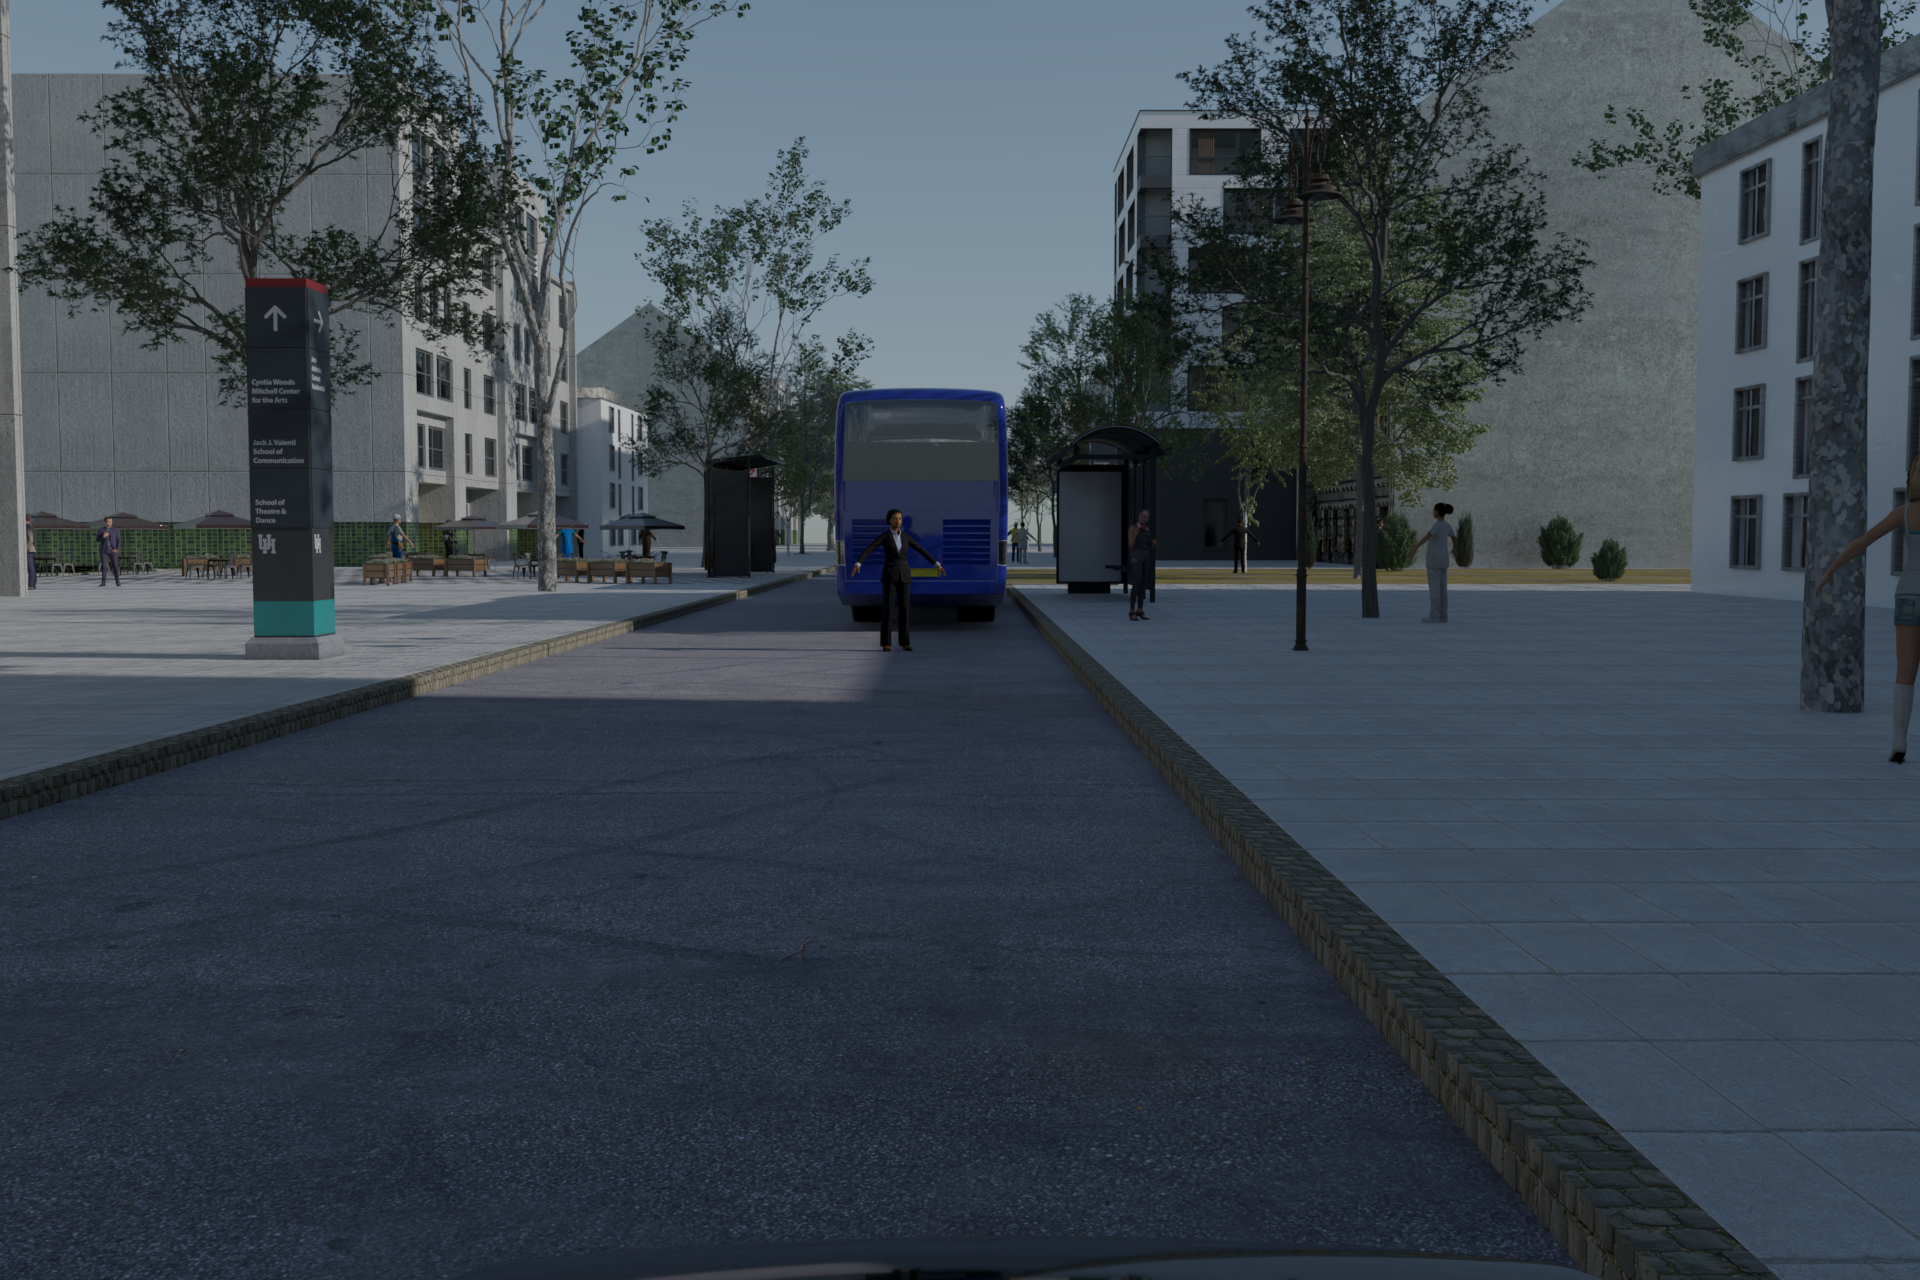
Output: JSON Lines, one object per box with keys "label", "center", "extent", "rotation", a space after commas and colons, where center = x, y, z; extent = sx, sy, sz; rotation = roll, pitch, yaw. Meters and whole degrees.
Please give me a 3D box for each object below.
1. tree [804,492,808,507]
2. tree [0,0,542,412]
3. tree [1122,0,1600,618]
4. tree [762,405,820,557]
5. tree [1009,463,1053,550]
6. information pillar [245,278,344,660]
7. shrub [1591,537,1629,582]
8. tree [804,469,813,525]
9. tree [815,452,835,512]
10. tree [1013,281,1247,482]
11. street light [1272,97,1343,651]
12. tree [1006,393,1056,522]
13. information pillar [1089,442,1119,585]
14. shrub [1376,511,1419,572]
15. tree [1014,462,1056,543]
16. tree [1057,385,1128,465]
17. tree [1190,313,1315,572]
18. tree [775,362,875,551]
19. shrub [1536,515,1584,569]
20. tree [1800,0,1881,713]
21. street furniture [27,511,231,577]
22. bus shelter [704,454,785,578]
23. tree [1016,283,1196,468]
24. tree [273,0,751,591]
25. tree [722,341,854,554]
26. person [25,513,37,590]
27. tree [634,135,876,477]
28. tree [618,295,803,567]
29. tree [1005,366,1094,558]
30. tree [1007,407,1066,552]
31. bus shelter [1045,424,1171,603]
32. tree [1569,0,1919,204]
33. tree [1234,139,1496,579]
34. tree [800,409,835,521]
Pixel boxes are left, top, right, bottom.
{"label": "tree", "center": [-21.526, -17.408, 234.989], "extent": [4.360, 8.622, 3.978], "rotation": [0, 3, 0]}
{"label": "tree", "center": [-9.556, -5.516, 24.604], "extent": [8.767, 10.594, 7.601], "rotation": [1, 4, 22]}
{"label": "tree", "center": [5.974, -5.616, 26.231], "extent": [7.601, 10.594, 8.767], "rotation": [-1, 4, -15]}
{"label": "tree", "center": [-9.902, -9.091, 98.997], "extent": [4.737, 8.622, 4.395], "rotation": [0, 3, 0]}
{"label": "tree", "center": [5.291, -11.390, 136.583], "extent": [4.360, 8.622, 3.978], "rotation": [0, 3, 0]}
{"label": "information pillar", "center": [-6.906, -1.744, 17.894], "extent": [0.750, 3.857, 0.750], "rotation": [0, 4, -1]}
{"label": "shrub", "center": [17.578, -2.188, 46.889], "extent": [1.383, 1.207, 1.383], "rotation": [0, 3, 0]}
{"label": "tree", "center": [-24.635, -20.499, 241.806], "extent": [9.857, 13.997, 8.962], "rotation": [0, 3, 0]}
{"label": "tree", "center": [-9.941, -11.548, 139.178], "extent": [4.737, 8.622, 4.395], "rotation": [0, 3, 0]}
{"label": "tree", "center": [6.177, -7.970, 64.728], "extent": [8.767, 10.594, 7.601], "rotation": [0, 4, -5]}
{"label": "street light", "center": [3.762, -2.823, 18.947], "extent": [0.468, 5.910, 1.993], "rotation": [0, 4, 0]}
{"label": "tree", "center": [5.460, -14.567, 148.547], "extent": [12.009, 13.543, 11.850], "rotation": [0, 3, 0]}
{"label": "information pillar", "center": [3.584, -3.309, 43.484], "extent": [0.750, 3.857, 0.750], "rotation": [0, 4, 0]}
{"label": "shrub", "center": [14.908, -3.388, 59.438], "extent": [1.661, 2.075, 1.752], "rotation": [0, 3, 0]}
{"label": "tree", "center": [10.929, -19.117, 238.321], "extent": [9.928, 11.665, 9.643], "rotation": [0, 3, 0]}
{"label": "tree", "center": [6.314, -7.962, 80.537], "extent": [4.737, 8.622, 4.395], "rotation": [0, 3, 0]}
{"label": "tree", "center": [9.897, -6.621, 58.608], "extent": [4.737, 8.622, 4.395], "rotation": [0, 3, 0]}
{"label": "tree", "center": [-9.603, -13.609, 129.167], "extent": [9.857, 13.997, 8.962], "rotation": [0, 3, 0]}
{"label": "shrub", "center": [22.067, -3.626, 63.703], "extent": [1.690, 2.028, 1.600], "rotation": [0, 3, 0]}
{"label": "tree", "center": [7.566, -9.496, 11.156], "extent": [12.611, 20.169, 13.585], "rotation": [0, 3, 0]}
{"label": "street furniture", "center": [-32.022, -2.737, 49.782], "extent": [14.083, 1.986, 27.439], "rotation": [0, 4, 2]}
{"label": "bus shelter", "center": [-6.625, -3.824, 53.813], "extent": [1.731, 3.624, 6.357], "rotation": [0, 4, 1]}
{"label": "tree", "center": [6.113, -9.011, 73.081], "extent": [9.928, 11.665, 9.643], "rotation": [0, 3, 0]}
{"label": "tree", "center": [-10.519, -11.112, 37.568], "extent": [12.611, 20.169, 13.585], "rotation": [0, 3, 0]}
{"label": "tree", "center": [-9.905, -12.166, 109.282], "extent": [12.009, 13.543, 11.850], "rotation": [0, 3, 0]}
{"label": "person", "center": [-21.598, -2.033, 39.813], "extent": [0.750, 1.759, 0.617], "rotation": [-1, 4, -9]}
{"label": "tree", "center": [-9.798, -13.955, 84.051], "extent": [12.611, 20.169, 13.585], "rotation": [0, 3, 0]}
{"label": "tree", "center": [-9.613, -8.120, 67.179], "extent": [7.601, 10.594, 8.767], "rotation": [-1, 4, -17]}
{"label": "tree", "center": [4.924, -9.796, 94.582], "extent": [7.601, 10.594, 8.767], "rotation": [0, 4, 6]}
{"label": "tree", "center": [5.437, -11.669, 125.205], "extent": [7.601, 10.594, 8.767], "rotation": [0, 4, 1]}
{"label": "bus shelter", "center": [2.875, -2.500, 34.791], "extent": [2.014, 3.302, 5.546], "rotation": [0, 4, 0]}
{"label": "tree", "center": [25.784, -12.046, 52.839], "extent": [12.611, 20.169, 13.585], "rotation": [0, 3, 0]}
{"label": "tree", "center": [11.263, -8.064, 49.982], "extent": [7.486, 12.596, 7.792], "rotation": [0, 3, 0]}
{"label": "tree", "center": [-9.755, -14.786, 148.405], "extent": [9.857, 13.997, 8.962], "rotation": [0, 3, 0]}
